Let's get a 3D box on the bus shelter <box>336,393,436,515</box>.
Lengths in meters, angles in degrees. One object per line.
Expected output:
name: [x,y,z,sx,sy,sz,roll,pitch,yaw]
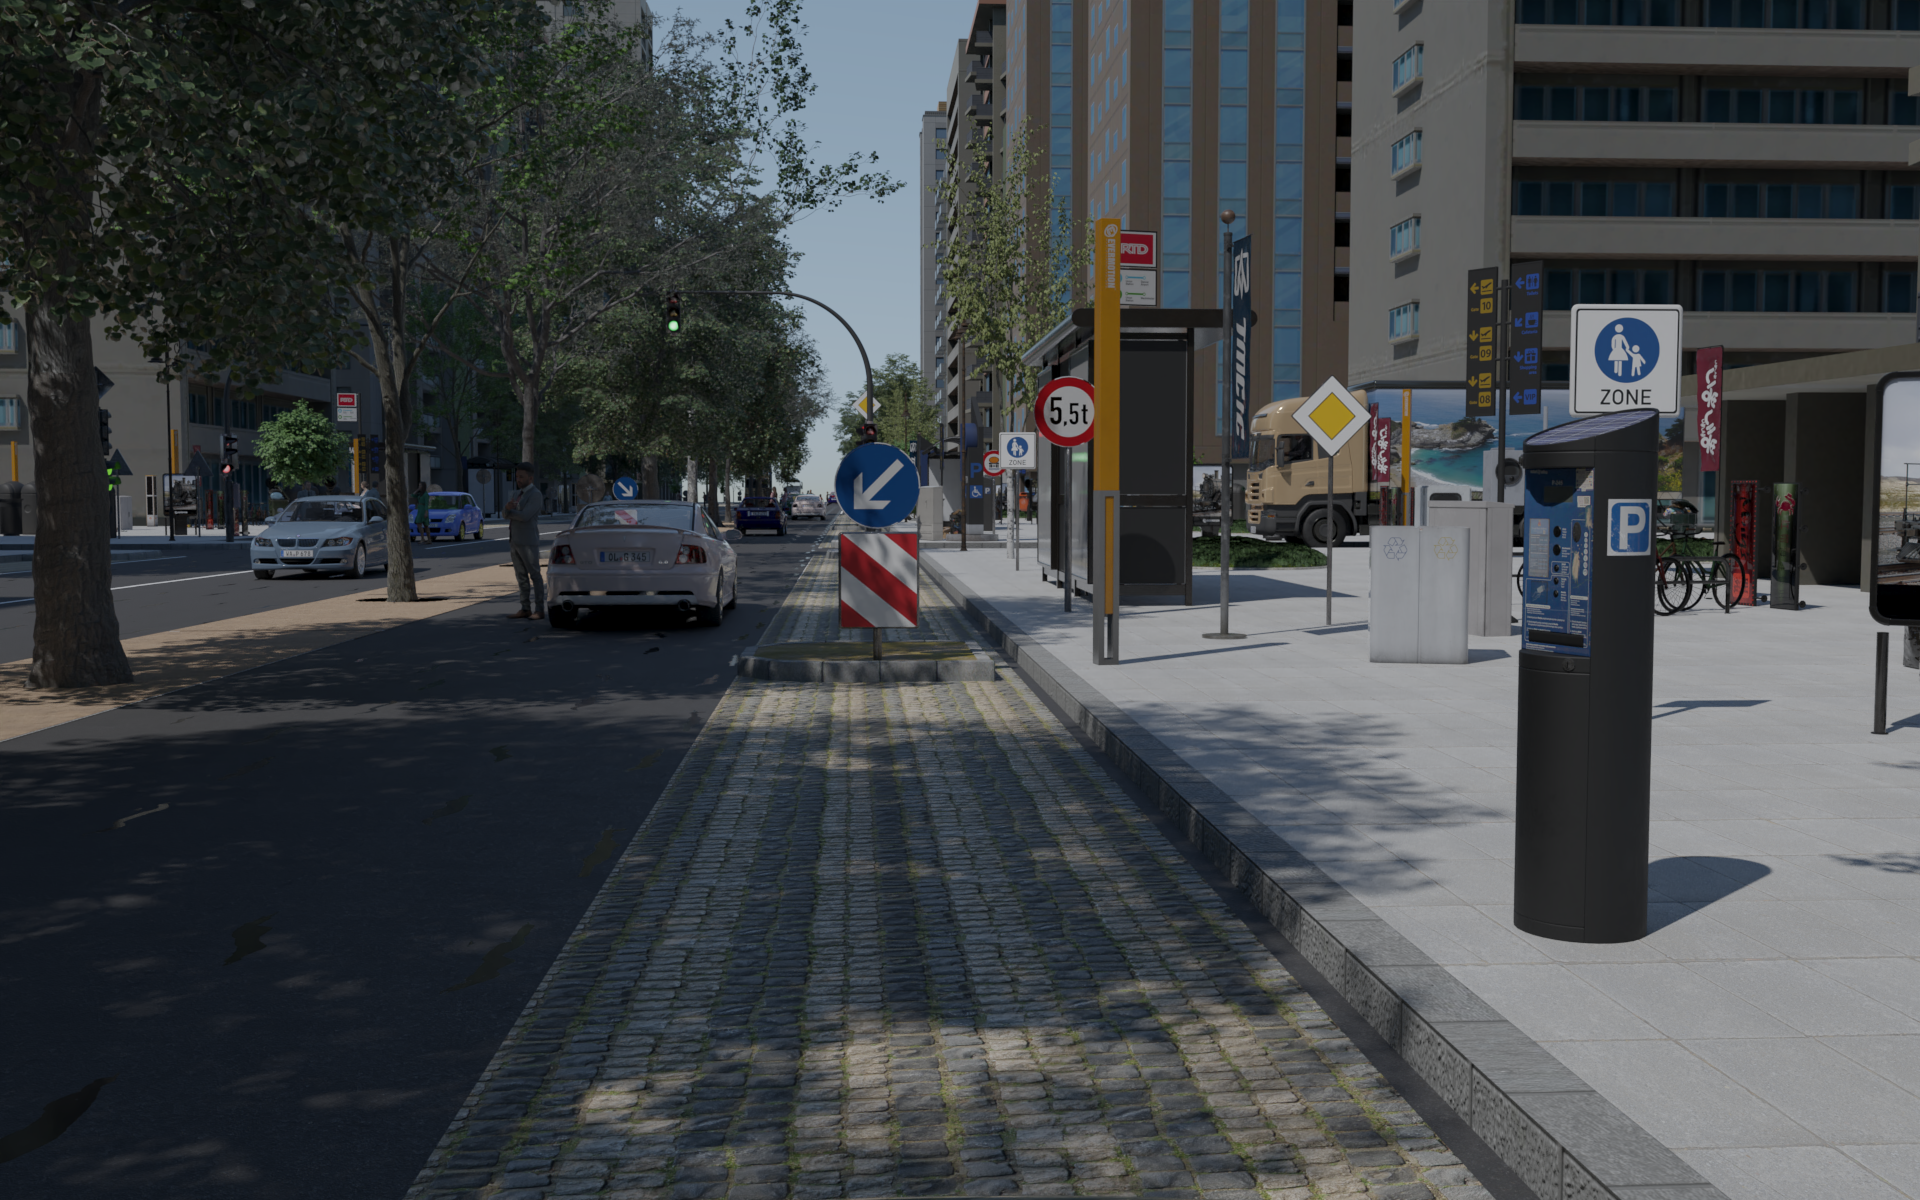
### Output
bus shelter: [-23.721,-5.731,71.336,2.179,5.291,8.768,0,4,-3]

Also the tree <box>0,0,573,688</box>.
tree: [-6.586,-6.323,12.497,9.857,13.997,8.962,0,3,0]

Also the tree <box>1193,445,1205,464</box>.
tree: [9.162,-4.500,68.183,1.663,3.219,1.824,0,3,0]

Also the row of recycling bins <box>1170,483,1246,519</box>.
row of recycling bins: [9.354,-3.570,65.477,3.534,1.692,1.069,-2,4,-35]

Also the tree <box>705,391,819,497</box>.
tree: [-12.884,-10.508,108.670,8.767,10.594,7.601,0,4,-4]

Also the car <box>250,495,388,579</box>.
car: [-11.152,-1.149,30.785,2.014,1.417,4.499,0,4,-5]

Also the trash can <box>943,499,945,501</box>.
trash can: [-0.827,-2.612,54.366,0.748,1.137,0.748,0,3,0]

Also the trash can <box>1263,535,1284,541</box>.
trash can: [8.639,-2.201,47.639,0.748,1.137,0.748,0,3,0]

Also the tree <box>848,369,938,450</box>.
tree: [-5.000,-11.892,128.850,7.601,10.594,8.767,0,4,8]

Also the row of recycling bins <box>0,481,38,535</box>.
row of recycling bins: [-29.533,-2.919,54.841,3.534,1.692,1.069,1,4,12]

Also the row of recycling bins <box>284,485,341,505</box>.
row of recycling bins: [-28.324,-4.213,76.000,1.069,1.692,3.534,1,4,14]

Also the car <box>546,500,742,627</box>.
car: [-3.606,-0.473,20.102,2.083,1.381,4.827,0,4,-4]

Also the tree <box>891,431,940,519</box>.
tree: [-2.320,-6.504,90.052,4.285,4.588,4.351,0,3,0]

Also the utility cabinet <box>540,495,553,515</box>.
utility cabinet: [-25.685,-5.868,107.101,1.020,1.237,0.306,1,4,9]

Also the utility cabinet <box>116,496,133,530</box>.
utility cabinet: [-29.951,-3.108,61.971,0.306,1.237,1.020,0,4,-5]

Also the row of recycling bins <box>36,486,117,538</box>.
row of recycling bins: [-25.909,-2.689,51.085,3.534,1.692,1.069,3,5,42]

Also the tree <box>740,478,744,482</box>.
tree: [-35.566,-21.236,265.341,7.486,12.596,7.792,0,3,0]

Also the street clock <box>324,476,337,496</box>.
street clock: [-25.423,-4.001,69.978,0.471,2.002,0.358,-1,4,-9]

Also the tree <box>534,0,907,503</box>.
tree: [-8.666,-12.522,63.085,12.611,20.169,13.585,0,3,0]

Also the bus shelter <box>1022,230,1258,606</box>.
bus shelter: [2.081,-2.829,23.885,2.179,5.291,8.768,0,4,-3]

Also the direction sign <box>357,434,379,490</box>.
direction sign: [-22.427,-4.508,65.699,0.379,3.537,0.876,3,5,40]

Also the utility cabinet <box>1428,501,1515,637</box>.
utility cabinet: [4.723,-0.299,16.044,0.306,1.237,1.020,-1,4,-15]

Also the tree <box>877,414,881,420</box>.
tree: [-6.032,-12.273,151.027,4.360,8.622,3.978,0,3,0]

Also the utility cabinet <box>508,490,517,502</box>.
utility cabinet: [-25.748,-5.652,101.089,1.173,1.500,0.318,-3,4,-38]

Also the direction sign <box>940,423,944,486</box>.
direction sign: [-0.582,-3.885,55.519,0.379,3.537,0.876,0,4,6]

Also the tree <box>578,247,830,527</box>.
tree: [-10.645,-9.476,74.403,9.611,12.733,9.660,0,3,0]

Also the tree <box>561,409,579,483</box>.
tree: [-27.110,-13.413,136.308,9.611,12.733,9.660,0,3,0]

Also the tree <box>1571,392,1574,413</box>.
tree: [3.596,-4.623,1.340,9.928,11.665,9.643,0,3,0]

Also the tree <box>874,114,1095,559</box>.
tree: [1.162,-5.110,33.916,4.737,8.622,4.395,0,3,0]

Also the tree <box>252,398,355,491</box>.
tree: [-22.412,-4.597,58.871,4.285,4.588,4.351,0,3,0]

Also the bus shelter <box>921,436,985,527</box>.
bus shelter: [-0.295,-4.245,63.337,2.014,3.302,5.546,0,4,-4]

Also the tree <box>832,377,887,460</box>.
tree: [-8.935,-16.993,184.484,9.857,13.997,8.962,0,3,0]

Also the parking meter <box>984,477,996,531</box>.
parking meter: [1.005,-3.305,59.744,0.399,1.863,0.255,1,4,23]

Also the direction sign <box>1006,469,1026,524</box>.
direction sign: [2.362,-4.967,73.212,0.876,3.537,0.379,-1,4,-13]

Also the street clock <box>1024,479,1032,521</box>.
street clock: [3.291,-4.738,82.030,0.358,2.002,0.471,-3,5,-40]

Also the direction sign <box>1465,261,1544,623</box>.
direction sign: [5.393,-1.544,17.239,0.379,3.537,0.876,-2,4,-35]

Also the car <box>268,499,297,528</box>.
car: [-19.687,-2.492,53.103,2.083,1.381,4.827,0,4,-4]

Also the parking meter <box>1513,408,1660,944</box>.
parking meter: [1.830,0.204,5.073,0.372,1.533,0.369,0,3,0]

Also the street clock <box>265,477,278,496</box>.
street clock: [-29.582,-4.276,74.489,0.358,2.002,0.471,2,4,35]

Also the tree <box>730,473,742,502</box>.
tree: [-35.919,-19.820,274.426,4.737,8.622,4.395,0,3,0]

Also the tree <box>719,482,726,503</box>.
tree: [-34.788,-15.863,253.955,1.663,3.219,1.824,0,3,0]

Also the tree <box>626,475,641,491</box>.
tree: [-28.909,-9.704,153.257,1.663,3.219,1.824,0,3,0]

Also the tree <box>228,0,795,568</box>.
tree: [-8.468,-7.393,33.699,12.009,13.543,11.850,0,3,0]

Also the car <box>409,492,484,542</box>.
car: [-15.864,-2.672,53.275,1.945,1.707,3.694,0,4,-2]

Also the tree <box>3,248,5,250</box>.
tree: [-20.171,-6.763,28.710,7.486,12.596,7.792,0,3,0]

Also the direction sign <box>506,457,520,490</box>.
direction sign: [-27.590,-7.035,107.016,0.876,3.537,0.379,0,4,2]

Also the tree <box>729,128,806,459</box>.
tree: [-9.031,-8.644,50.441,9.857,13.997,8.962,0,3,0]

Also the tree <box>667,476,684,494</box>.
tree: [-30.314,-11.559,183.598,1.663,3.219,1.824,0,3,0]

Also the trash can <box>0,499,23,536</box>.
trash can: [-29.128,-2.538,53.156,0.748,1.137,0.748,0,3,0]

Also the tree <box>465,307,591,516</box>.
tree: [-25.453,-11.260,102.235,7.486,12.596,7.792,0,3,0]

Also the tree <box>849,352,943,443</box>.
tree: [-4.797,-13.505,138.927,7.486,12.596,7.792,0,3,0]

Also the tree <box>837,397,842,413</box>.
tree: [-11.532,-10.567,85.593,12.009,13.543,11.850,0,3,0]

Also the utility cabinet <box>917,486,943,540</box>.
utility cabinet: [-0.844,-2.403,47.975,0.318,1.500,1.173,-2,4,-23]

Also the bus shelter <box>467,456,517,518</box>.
bus shelter: [-25.780,-6.184,95.028,2.014,3.302,5.546,0,4,-4]

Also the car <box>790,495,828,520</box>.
car: [-8.354,-5.093,95.627,2.083,1.381,4.827,0,4,-4]

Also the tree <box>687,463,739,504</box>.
tree: [-34.449,-19.365,234.750,7.486,12.596,7.792,0,3,0]
